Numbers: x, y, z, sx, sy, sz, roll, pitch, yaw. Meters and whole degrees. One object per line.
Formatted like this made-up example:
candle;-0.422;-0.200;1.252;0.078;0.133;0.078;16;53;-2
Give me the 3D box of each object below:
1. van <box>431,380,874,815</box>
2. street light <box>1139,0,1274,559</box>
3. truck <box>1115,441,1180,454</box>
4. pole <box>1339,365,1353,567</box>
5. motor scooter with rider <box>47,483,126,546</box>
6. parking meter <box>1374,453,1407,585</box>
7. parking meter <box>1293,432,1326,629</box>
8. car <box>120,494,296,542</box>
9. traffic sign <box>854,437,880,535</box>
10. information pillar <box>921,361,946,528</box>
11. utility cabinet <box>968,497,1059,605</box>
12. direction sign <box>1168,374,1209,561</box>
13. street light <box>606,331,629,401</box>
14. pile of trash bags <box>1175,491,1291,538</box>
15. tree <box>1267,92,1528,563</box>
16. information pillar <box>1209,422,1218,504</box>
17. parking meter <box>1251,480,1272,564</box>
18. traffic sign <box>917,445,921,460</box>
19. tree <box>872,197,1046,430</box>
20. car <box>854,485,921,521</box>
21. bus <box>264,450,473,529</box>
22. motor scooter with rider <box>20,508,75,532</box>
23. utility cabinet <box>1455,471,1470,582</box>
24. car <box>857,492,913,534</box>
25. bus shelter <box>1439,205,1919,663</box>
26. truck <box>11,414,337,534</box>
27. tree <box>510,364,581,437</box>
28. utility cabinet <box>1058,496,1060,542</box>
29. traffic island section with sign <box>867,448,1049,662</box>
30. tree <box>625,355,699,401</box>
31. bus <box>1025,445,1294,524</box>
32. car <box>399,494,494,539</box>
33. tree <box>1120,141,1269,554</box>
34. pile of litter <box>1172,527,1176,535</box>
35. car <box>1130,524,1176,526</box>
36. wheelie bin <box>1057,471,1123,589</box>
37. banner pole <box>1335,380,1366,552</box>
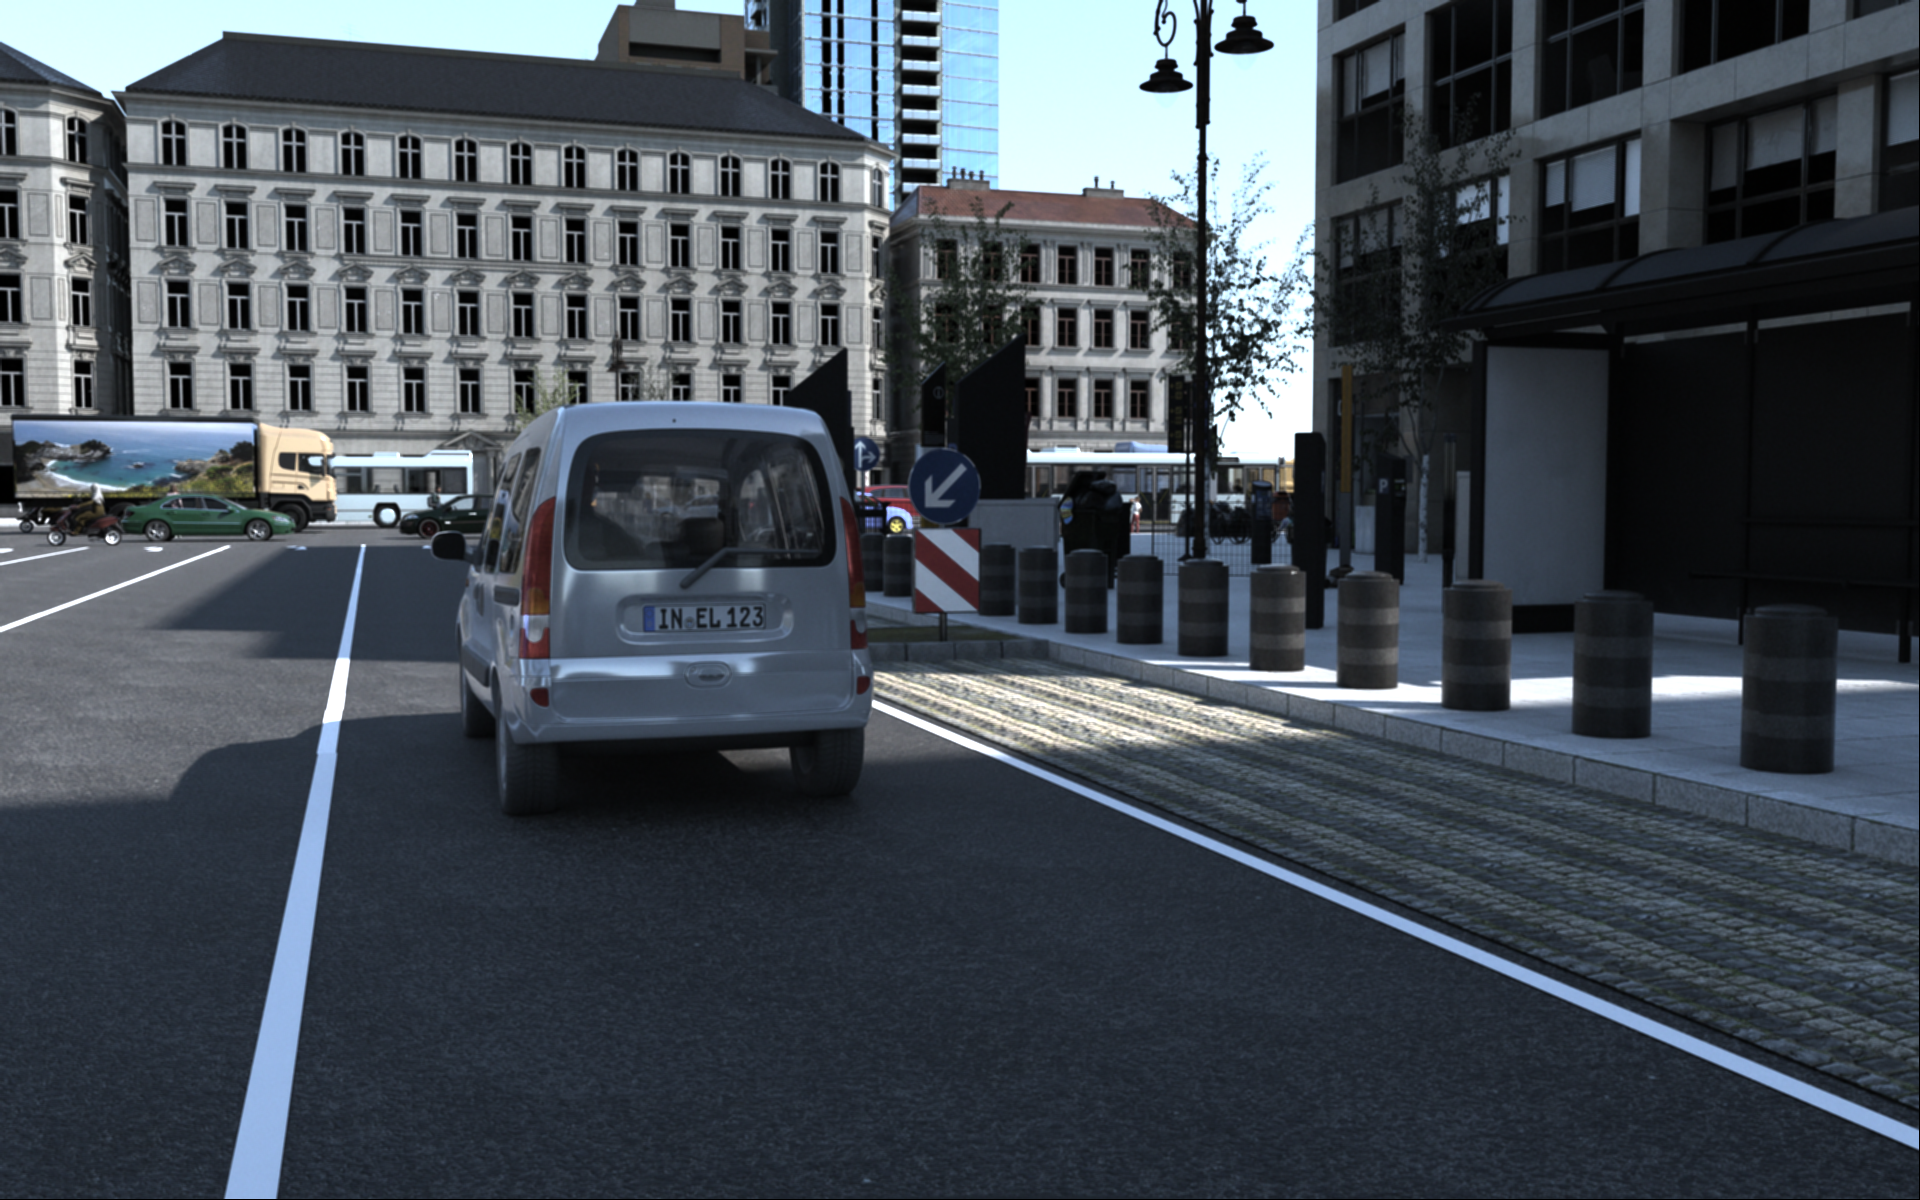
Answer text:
van;-1.751;-0.138;9.274;2.013;2.044;4.112;-1;4;-20
street light;2.015;-2.548;14.455;0.468;5.910;1.993;-1;4;-19
truck;2.942;-5.991;87.708;18.799;4.110;2.967;-1;4;-17
pole;6.145;-2.061;27.548;0.158;3.312;0.155;0;3;0
motor scooter with rider;-24.283;-2.396;48.136;1.986;1.779;0.876;-1;4;-17
parking meter;6.078;-1.147;24.457;0.255;1.863;0.399;-2;4;-28
parking meter;3.347;-0.666;16.595;0.255;1.863;0.399;1;4;20
car;-22.935;-2.515;52.925;4.920;1.459;2.131;-1;4;-17
traffic sign;-2.173;-2.364;38.765;0.768;2.556;0.104;-1;4;-13
information pillar;-0.460;-2.398;30.566;0.504;3.616;0.183;-2;4;-33
utility cabinet;0.603;-0.551;20.165;1.020;1.237;0.306;0;4;1
direction sign;4.347;-2.510;33.039;0.876;3.537;0.379;3;4;38
street light;-9.723;-4.678;49.273;0.468;5.910;1.993;-1;4;-19
pile of trash bags;8.305;-2.587;52.052;3.447;1.369;1.912;-1;4;-13
tree;8.547;-5.009;32.262;4.360;8.622;3.978;0;3;0
information pillar;8.163;-3.984;56.495;0.504;3.616;0.183;0;4;4
parking meter;5.528;-1.427;31.748;0.372;1.533;0.369;0;3;0
traffic sign;-0.621;-2.042;35.512;0.606;2.300;0.079;-1;4;-15
tree;0.135;-5.610;42.093;4.737;8.622;4.395;0;3;0
car;-2.320;-3.933;72.973;5.304;1.827;2.281;-1;4;-19
bus;-27.208;-4.717;71.983;13.247;3.499;2.948;-1;4;-20
motor scooter with rider;-34.210;-3.429;65.025;1.986;1.779;0.876;-1;4;-20
utility cabinet;5.381;-0.501;16.869;1.173;1.500;0.318;-2;4;-27
car;-3.554;-3.224;62.310;3.694;1.707;1.945;-1;4;-17
bus shelter;6.230;-1.204;13.616;2.014;3.302;5.546;-1;4;-19
truck;-28.092;-4.550;63.309;11.283;4.237;2.839;-1;4;-18
tree;-22.914;-8.973;97.071;4.737;8.622;4.395;0;3;0
utility cabinet;1.220;-1.201;30.798;1.020;1.237;0.306;0;4;-3
traffic island section with sign;-0.473;-0.432;15.692;1.989;1.847;2.006;-1;4;-19
tree;-16.178;-8.715;92.859;4.360;8.622;3.978;0;3;0
bus;6.847;-4.374;66.368;13.247;3.499;2.948;-1;4;-17
car;-16.009;-2.837;56.177;4.222;1.686;2.009;-1;4;-20
tree;5.499;-5.287;36.806;4.360;8.622;3.978;0;3;0
pile of litter;7.342;-2.520;55.168;1.719;0.858;1.176;-1;4;-20
car;8.892;-4.283;79.818;4.222;1.686;2.009;-1;4;-18
wheelie bin;1.792;-0.952;23.470;0.693;1.594;0.980;3;5;41
banner pole;8.639;-2.946;38.187;0.863;3.779;0.401;3;4;38
